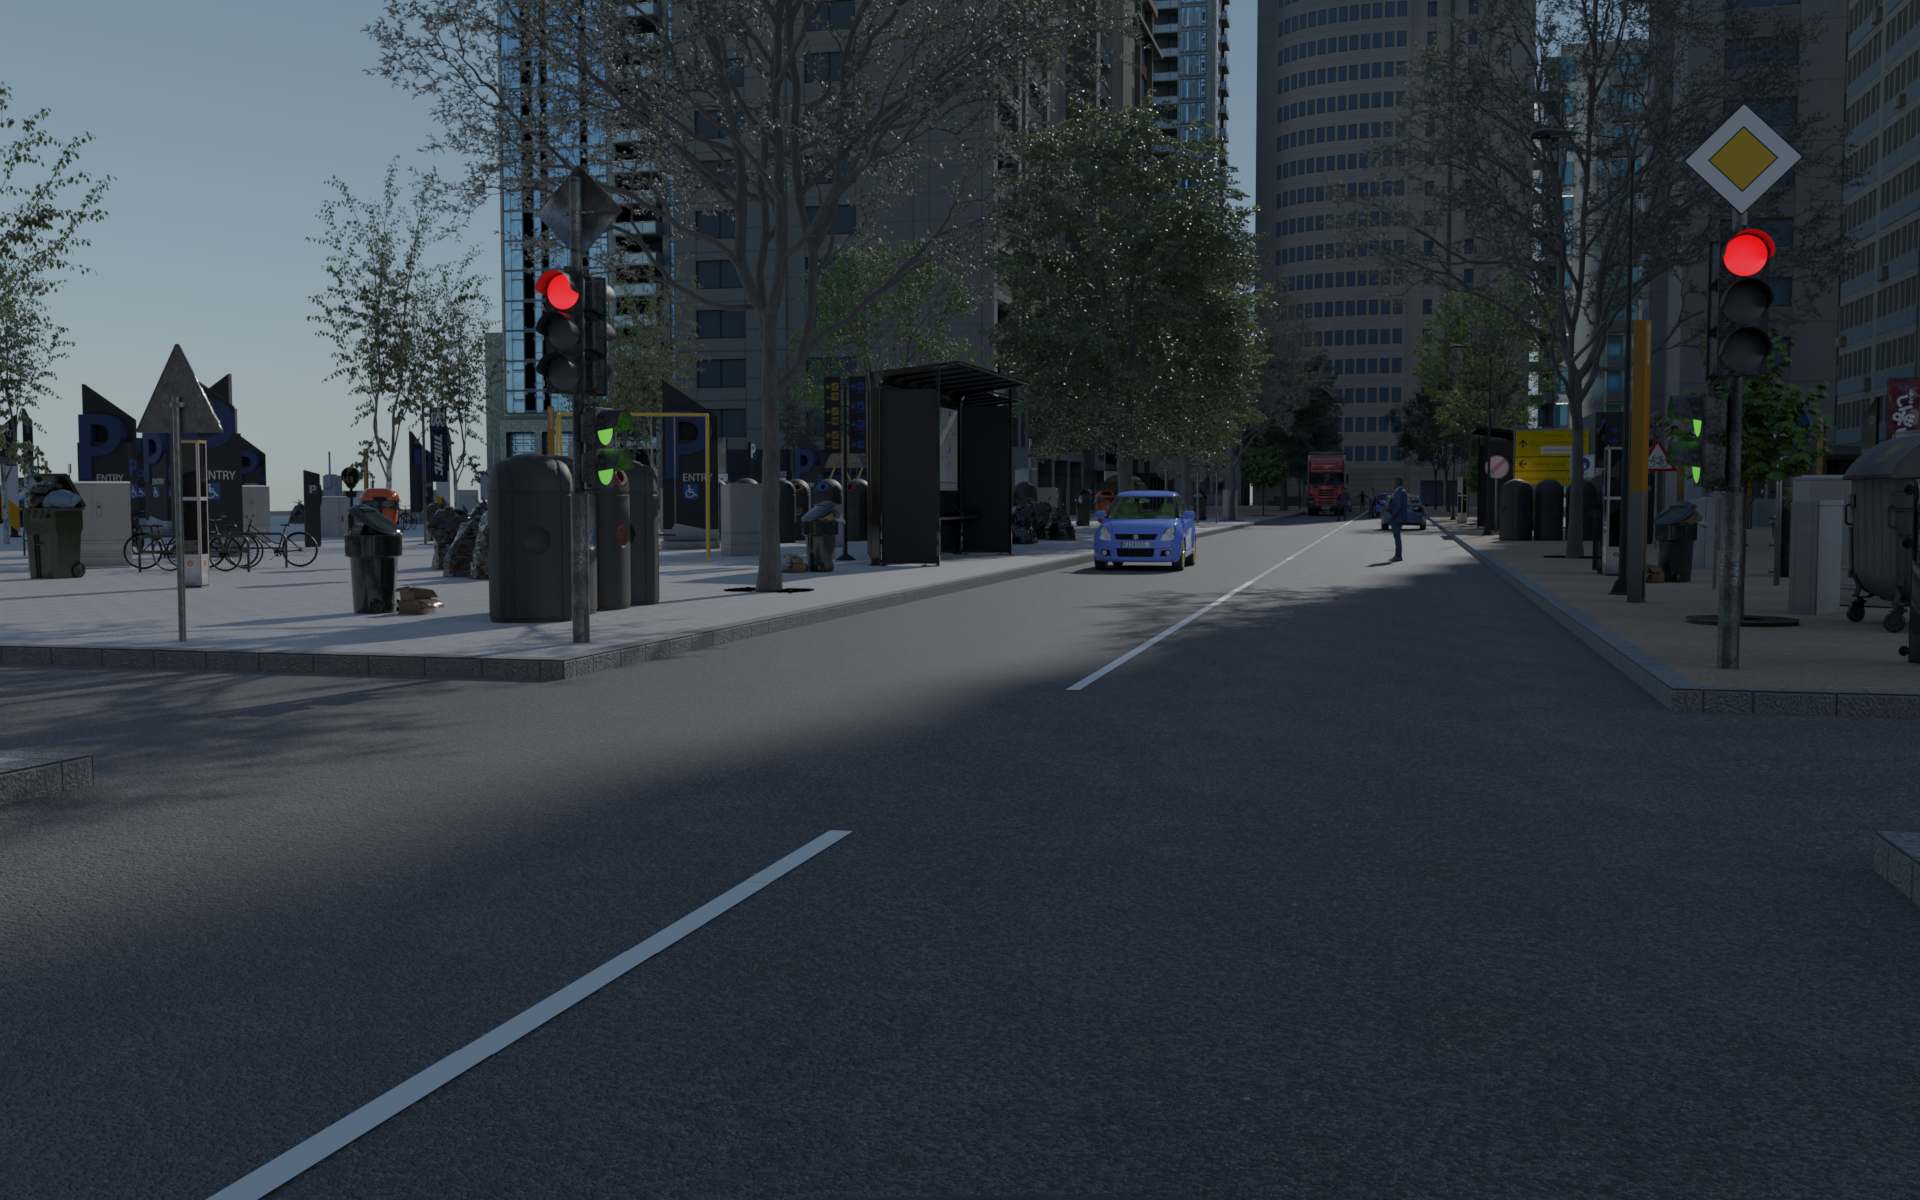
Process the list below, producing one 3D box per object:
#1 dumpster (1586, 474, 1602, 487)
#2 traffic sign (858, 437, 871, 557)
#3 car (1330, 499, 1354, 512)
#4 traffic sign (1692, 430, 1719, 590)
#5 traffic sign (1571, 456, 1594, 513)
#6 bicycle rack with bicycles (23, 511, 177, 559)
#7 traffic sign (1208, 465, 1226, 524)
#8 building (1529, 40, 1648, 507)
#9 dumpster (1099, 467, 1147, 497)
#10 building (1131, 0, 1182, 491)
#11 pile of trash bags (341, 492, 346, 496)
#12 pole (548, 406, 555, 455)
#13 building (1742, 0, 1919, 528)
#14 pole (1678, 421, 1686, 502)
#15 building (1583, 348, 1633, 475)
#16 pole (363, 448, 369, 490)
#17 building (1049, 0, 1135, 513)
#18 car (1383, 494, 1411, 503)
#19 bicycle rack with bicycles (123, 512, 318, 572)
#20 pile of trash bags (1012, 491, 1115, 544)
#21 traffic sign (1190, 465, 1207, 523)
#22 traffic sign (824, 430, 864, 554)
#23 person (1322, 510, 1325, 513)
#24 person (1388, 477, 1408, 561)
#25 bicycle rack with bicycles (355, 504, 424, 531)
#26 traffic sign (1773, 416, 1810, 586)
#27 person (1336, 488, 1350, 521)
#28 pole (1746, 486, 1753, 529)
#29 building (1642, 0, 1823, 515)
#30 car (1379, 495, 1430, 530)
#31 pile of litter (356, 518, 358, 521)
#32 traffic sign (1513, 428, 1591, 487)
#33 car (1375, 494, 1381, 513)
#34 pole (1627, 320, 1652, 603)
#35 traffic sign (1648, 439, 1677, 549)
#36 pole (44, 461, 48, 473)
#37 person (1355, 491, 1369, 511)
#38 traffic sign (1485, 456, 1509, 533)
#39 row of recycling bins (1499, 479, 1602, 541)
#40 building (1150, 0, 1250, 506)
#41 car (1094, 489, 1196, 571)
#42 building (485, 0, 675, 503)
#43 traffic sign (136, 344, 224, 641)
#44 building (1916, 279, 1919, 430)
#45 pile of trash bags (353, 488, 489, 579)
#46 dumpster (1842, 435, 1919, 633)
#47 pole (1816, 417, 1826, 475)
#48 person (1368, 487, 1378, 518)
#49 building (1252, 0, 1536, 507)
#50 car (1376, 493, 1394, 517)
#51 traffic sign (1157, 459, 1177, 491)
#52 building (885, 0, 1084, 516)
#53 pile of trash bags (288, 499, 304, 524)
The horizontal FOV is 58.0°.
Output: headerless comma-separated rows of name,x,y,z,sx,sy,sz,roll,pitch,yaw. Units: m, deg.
dumpster,18.427,-2.680,49.571,1.264,1.857,1.865,1,4,14
traffic sign,-1.821,-2.147,35.114,0.884,2.594,0.081,2,4,24
car,30.986,-7.881,140.854,2.014,1.417,4.499,1,4,13
traffic sign,10.137,-1.348,23.218,0.795,2.450,0.064,1,4,20
traffic sign,16.256,-2.639,45.277,0.606,2.300,0.079,1,4,16
bicycle rack with bicycles,-18.332,-1.439,36.906,2.852,0.926,2.925,0,4,7
traffic sign,11.174,-4.604,75.377,0.768,2.556,0.104,1,4,17
building,75.171,-34.379,181.710,30.456,49.044,23.786,1,4,14
dumpster,5.793,-3.610,61.512,1.502,2.255,1.985,1,4,14
building,3.313,-30.078,146.406,28.867,44.769,22.147,1,4,14
pile of trash bags,-8.823,-1.248,30.159,3.447,1.369,1.912,1,4,8
pole,-9.514,-2.846,40.378,0.158,3.312,0.155,0,3,0
building,46.946,-22.666,62.474,32.217,40.220,23.993,1,4,14
pole,20.297,-3.357,48.731,0.158,3.312,0.155,0,3,0
building,59.467,-49.749,126.072,22.319,86.520,31.000,1,4,14
pole,-26.461,-5.097,77.185,0.158,3.312,0.155,0,3,0
building,4.012,-26.683,119.864,14.154,41.232,14.086,1,4,14
car,26.131,-5.651,102.616,2.015,1.641,3.980,1,4,13
bicycle rack with bicycles,-12.741,-0.977,29.360,2.925,0.926,2.852,0,4,-1
pile of trash bags,2.698,-2.363,48.385,3.447,1.369,1.912,-1,4,-13
traffic sign,10.481,-4.662,76.327,0.768,2.556,0.104,1,4,17
traffic sign,-2.356,-2.142,35.029,0.884,2.594,0.081,1,4,21
person,27.293,-7.432,130.021,0.705,1.824,1.348,1,4,22
person,9.380,-1.737,37.082,0.419,1.800,0.721,1,4,19
bicycle rack with bicycles,-20.228,-2.958,61.737,2.925,0.926,2.852,3,5,44
traffic sign,11.452,-1.474,24.213,0.768,2.556,0.104,1,4,23
person,20.212,-5.048,91.478,0.683,1.767,0.568,0,4,2
pole,29.093,-4.276,63.751,0.158,3.312,0.155,0,3,0
building,50.572,-34.048,98.688,21.231,58.520,28.212,1,4,14
car,17.968,-3.550,70.050,2.014,1.417,4.499,1,4,15
pile of litter,-19.468,-2.578,56.111,1.176,0.858,1.719,1,4,16
traffic sign,18.474,-3.685,54.123,2.265,3.308,0.079,1,4,21
car,32.616,-7.491,132.263,2.009,1.686,4.222,1,4,15
pole,8.003,-1.624,20.400,0.158,3.312,0.155,0,3,0
traffic sign,16.352,-2.488,40.676,0.884,2.594,0.081,1,4,16
pole,-55.821,-6.851,105.864,0.158,3.312,0.155,0,3,0
person,33.335,-8.199,143.374,1.217,1.723,0.721,1,4,21
traffic sign,17.785,-3.506,57.423,0.768,2.556,0.104,1,4,22
row of recycling bins,16.709,-2.489,47.809,3.534,1.692,1.069,0,4,-3
building,17.002,-53.920,194.261,31.000,86.520,22.319,1,4,14
car,3.621,-1.469,33.606,1.945,1.707,3.694,1,4,12
building,-26.017,-51.288,151.226,31.000,86.520,22.319,1,4,14
traffic sign,-6.774,-0.918,15.018,0.884,2.594,0.081,1,4,16
building,31.451,-23.744,38.318,14.600,45.320,14.200,1,4,14
pile of trash bags,-7.435,-1.028,26.563,3.447,1.369,1.912,-2,4,-25
dumpster,9.296,-0.657,16.495,1.264,1.857,1.865,1,4,14
pole,22.711,-3.173,45.722,0.158,3.312,0.155,0,3,0
person,24.611,-5.785,102.959,0.599,1.838,0.709,3,4,37
building,46.461,-39.482,187.524,28.212,58.520,21.231,1,4,14
car,27.365,-6.162,110.334,1.945,1.707,3.694,1,4,13
traffic sign,7.582,-3.890,63.708,0.768,2.556,0.104,2,4,24
building,-3.442,-40.576,101.671,20.563,71.187,20.611,1,4,14
pile of trash bags,-27.864,-4.068,76.260,1.912,1.369,3.447,1,4,16
